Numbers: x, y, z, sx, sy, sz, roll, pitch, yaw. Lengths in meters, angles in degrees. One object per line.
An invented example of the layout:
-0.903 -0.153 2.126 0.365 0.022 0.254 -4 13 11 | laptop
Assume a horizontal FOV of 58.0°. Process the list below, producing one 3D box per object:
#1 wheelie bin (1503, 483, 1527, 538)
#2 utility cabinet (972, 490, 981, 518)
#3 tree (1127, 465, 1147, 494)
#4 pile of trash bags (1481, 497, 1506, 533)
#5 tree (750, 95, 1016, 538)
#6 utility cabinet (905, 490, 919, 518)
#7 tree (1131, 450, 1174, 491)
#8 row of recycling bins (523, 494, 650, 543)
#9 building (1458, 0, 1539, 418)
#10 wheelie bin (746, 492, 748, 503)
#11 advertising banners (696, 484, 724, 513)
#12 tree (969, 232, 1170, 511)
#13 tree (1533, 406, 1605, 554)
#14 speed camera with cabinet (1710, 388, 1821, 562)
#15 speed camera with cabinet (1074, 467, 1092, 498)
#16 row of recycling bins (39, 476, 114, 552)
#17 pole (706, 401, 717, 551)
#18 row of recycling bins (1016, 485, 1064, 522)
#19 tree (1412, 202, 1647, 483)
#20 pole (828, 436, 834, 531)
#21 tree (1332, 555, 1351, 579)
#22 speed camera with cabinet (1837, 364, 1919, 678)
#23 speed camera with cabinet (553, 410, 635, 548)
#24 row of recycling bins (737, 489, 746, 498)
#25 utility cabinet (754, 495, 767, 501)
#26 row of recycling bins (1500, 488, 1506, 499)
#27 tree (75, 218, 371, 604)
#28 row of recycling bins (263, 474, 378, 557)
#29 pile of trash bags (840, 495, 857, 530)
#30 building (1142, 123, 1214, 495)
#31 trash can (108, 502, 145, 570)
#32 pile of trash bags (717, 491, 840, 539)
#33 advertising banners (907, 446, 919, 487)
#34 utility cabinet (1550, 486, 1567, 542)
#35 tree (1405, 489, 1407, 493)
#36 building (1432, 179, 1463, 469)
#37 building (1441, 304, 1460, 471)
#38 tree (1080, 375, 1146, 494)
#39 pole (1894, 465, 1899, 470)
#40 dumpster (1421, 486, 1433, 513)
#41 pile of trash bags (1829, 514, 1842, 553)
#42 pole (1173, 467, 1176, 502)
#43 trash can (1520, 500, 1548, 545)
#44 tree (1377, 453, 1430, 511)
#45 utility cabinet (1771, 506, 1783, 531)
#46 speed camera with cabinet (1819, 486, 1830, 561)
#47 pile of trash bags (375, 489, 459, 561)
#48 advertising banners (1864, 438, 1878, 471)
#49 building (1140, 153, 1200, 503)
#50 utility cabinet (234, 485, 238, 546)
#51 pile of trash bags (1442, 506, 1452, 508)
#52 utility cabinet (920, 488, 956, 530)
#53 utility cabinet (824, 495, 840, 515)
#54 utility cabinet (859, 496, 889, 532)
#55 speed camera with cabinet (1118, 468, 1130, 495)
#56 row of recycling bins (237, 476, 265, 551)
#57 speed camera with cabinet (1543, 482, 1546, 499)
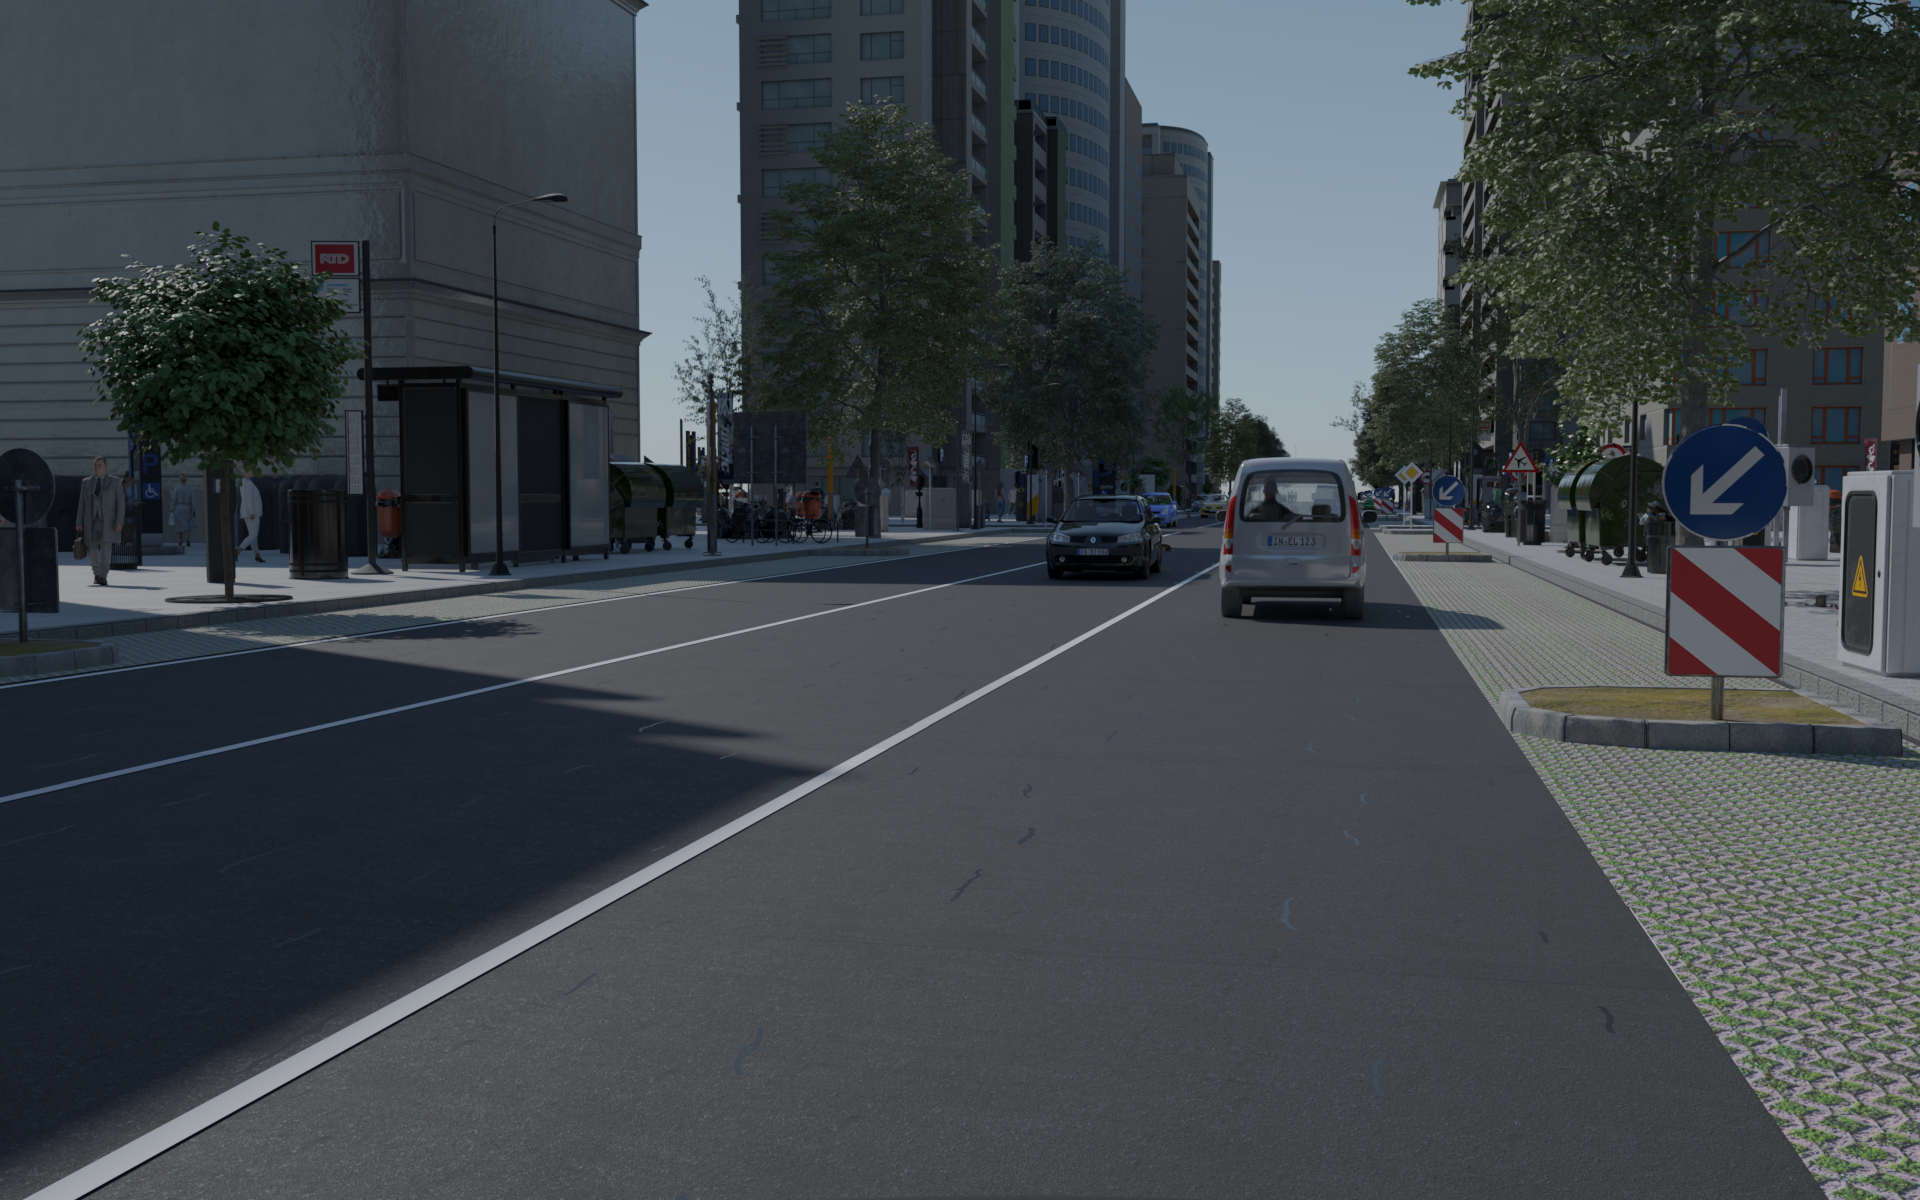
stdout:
16.468 -2.641 51.089 0.693 1.594 0.980 -2 4 -28 | wheelie bin
0.608 -5.149 92.870 1.173 1.500 0.318 3 4 38 | utility cabinet
11.291 -7.251 113.160 1.663 3.219 1.824 0 3 0 | tree
18.627 -2.986 58.566 1.912 1.369 3.447 1 4 19 | pile of trash bags
-2.062 -8.059 49.888 7.486 12.596 7.792 0 3 0 | tree
-2.385 -5.149 92.857 1.173 1.500 0.318 2 4 32 | utility cabinet
14.117 -8.813 127.798 4.285 4.588 4.351 0 3 0 | tree
-9.867 -2.365 45.778 3.534 1.692 1.069 1 4 9 | row of recycling bins
79.055 -49.170 242.189 20.563 71.187 20.611 1 4 13 | building
-18.536 -8.634 149.071 0.693 1.594 0.980 0 4 -3 | wheelie bin
-17.518 -7.658 121.396 2.074 3.025 0.090 3 4 37 | advertising banners
5.181 -10.816 83.500 9.857 13.997 8.962 0 3 0 | tree
13.608 -2.642 37.791 1.663 3.219 1.824 0 3 0 | tree
14.880 -2.308 32.079 2.038 3.252 0.660 -2 4 -24 | speed camera with cabinet
7.271 -6.377 98.599 2.038 3.252 0.660 -2 4 -34 | speed camera with cabinet
-20.367 -2.005 39.896 1.069 1.692 3.534 -1 4 -12 | row of recycling bins
-5.476 -2.712 38.186 0.158 3.312 0.155 0 3 0 | pole
3.735 -4.504 80.757 1.069 1.692 3.534 -2 4 -28 | row of recycling bins
17.452 -7.241 52.808 7.601 10.594 8.767 -1 4 -23 | tree
-4.499 -4.059 60.212 0.158 3.312 0.155 0 3 0 | pole
6.036 -5.171 2.667 7.486 12.596 7.792 0 3 0 | tree
6.711 -1.075 11.914 0.660 3.252 2.038 1 4 9 | speed camera with cabinet
-8.498 -2.812 40.307 0.660 3.252 2.038 3 4 37 | speed camera with cabinet
-16.769 -8.322 143.181 3.534 1.692 1.069 1 4 13 | row of recycling bins
-10.540 -4.915 91.521 0.306 1.237 1.020 -2 4 -31 | utility cabinet
41.374 -7.409 128.250 3.534 1.692 1.069 0 4 -2 | row of recycling bins
-8.796 -2.274 20.898 4.285 4.588 4.351 0 3 0 | tree
-13.408 -1.803 36.594 1.069 1.692 3.534 -3 5 -43 | row of recycling bins
-4.530 -3.218 62.363 1.912 1.369 3.447 3 5 45 | pile of trash bags
28.357 -44.823 274.850 21.231 58.520 28.212 1 4 13 | building
-14.265 -1.090 29.483 0.748 1.137 0.748 0 3 0 | trash can
-5.538 -2.488 50.431 3.447 1.369 1.912 -3 4 -36 | pile of trash bags
-1.079 -4.112 63.418 2.074 3.025 0.090 2 4 33 | advertising banners
16.083 -2.242 45.339 1.173 1.500 0.318 0 4 2 | utility cabinet
36.062 -8.759 137.810 1.663 3.219 1.824 0 3 0 | tree
91.255 -42.191 279.060 28.713 52.752 27.495 1 4 13 | building
79.855 -29.927 261.007 14.160 30.474 14.107 1 4 13 | building
9.121 -9.291 102.278 4.737 8.622 4.395 0 3 0 | tree
38.492 -4.732 71.206 0.158 3.312 0.155 0 3 0 | pole
31.006 -6.624 114.055 1.264 1.857 1.865 1 4 13 | dumpster
19.858 -1.725 37.953 1.912 1.369 3.447 0 4 -5 | pile of trash bags
16.293 -8.420 131.511 0.158 3.312 0.155 0 3 0 | pole
14.374 -1.946 43.470 0.748 1.137 0.748 0 3 0 | trash can
34.930 -9.125 132.900 4.285 4.588 4.351 0 3 0 | tree
27.432 -3.066 58.816 1.173 1.500 0.318 1 4 19 | utility cabinet
16.591 -2.439 34.221 0.660 3.252 2.038 1 4 10 | speed camera with cabinet
-10.763 -1.519 34.584 1.912 1.369 3.447 0 4 5 | pile of trash bags
28.782 -3.512 53.612 0.090 3.025 2.074 -1 4 -18 | advertising banners
22.987 -38.360 250.879 21.300 48.544 21.600 1 4 13 | building
-17.596 -2.051 42.211 1.173 1.500 0.318 0 4 5 | utility cabinet
28.604 -5.535 100.249 1.912 1.369 3.447 1 4 18 | pile of trash bags
-0.726 -3.231 61.512 1.173 1.500 0.318 -2 4 -25 | utility cabinet
-7.385 -5.430 99.941 1.020 1.237 0.306 3 5 43 | utility cabinet
-2.901 -2.877 58.208 1.020 1.237 0.306 2 4 30 | utility cabinet
9.553 -6.969 108.282 2.038 3.252 0.660 0 4 -5 | speed camera with cabinet
-16.193 -2.074 41.028 1.069 1.692 3.534 0 4 -2 | row of recycling bins
33.337 -6.464 100.021 0.660 3.252 2.038 1 4 10 | speed camera with cabinet
